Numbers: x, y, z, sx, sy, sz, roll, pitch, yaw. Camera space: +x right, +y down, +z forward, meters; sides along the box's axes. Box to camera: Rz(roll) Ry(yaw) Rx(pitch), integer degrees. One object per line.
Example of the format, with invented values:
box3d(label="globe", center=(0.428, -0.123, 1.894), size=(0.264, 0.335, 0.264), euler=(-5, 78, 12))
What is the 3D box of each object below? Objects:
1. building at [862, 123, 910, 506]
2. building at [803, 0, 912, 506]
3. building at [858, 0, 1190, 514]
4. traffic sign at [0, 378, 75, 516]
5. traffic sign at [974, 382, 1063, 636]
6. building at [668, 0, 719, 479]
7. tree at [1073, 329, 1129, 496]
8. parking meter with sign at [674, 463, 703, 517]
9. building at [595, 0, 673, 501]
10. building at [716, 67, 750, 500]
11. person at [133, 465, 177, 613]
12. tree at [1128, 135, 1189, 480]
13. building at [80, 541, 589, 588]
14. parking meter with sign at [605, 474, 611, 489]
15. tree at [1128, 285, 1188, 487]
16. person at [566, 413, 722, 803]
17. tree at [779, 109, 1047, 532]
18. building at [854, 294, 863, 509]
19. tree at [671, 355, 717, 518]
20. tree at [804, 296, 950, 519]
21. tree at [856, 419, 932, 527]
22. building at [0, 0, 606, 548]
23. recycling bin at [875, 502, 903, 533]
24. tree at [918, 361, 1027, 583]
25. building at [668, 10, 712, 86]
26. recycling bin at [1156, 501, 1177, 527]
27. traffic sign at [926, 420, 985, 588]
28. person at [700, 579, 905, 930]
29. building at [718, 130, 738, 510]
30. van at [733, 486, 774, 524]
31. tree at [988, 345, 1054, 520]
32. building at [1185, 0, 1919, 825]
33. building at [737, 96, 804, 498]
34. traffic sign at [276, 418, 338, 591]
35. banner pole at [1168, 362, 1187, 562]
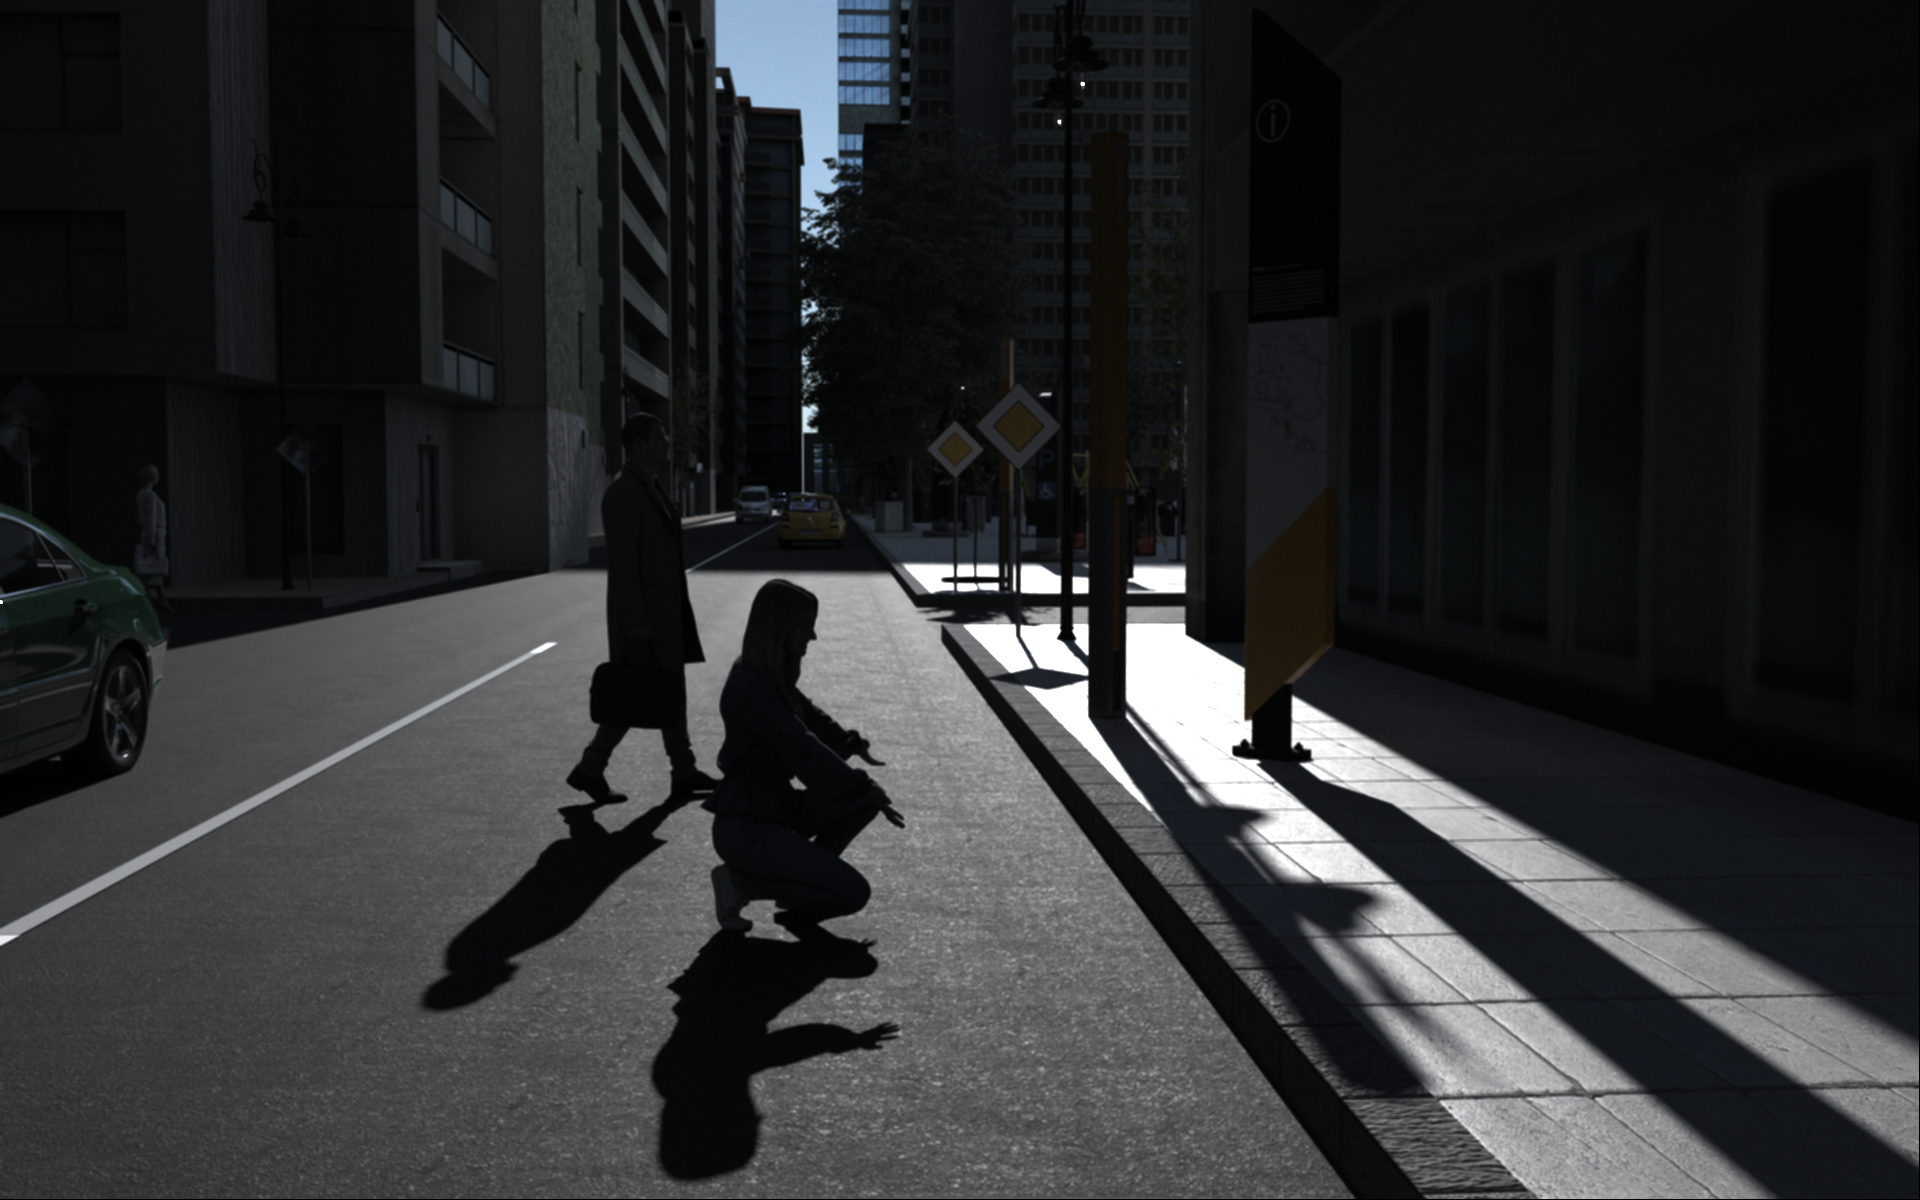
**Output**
box3d(label="building", center=(-0.783, -22.443, 138.636), size=(14.160, 30.474, 14.107), euler=(0, 4, -4))
box3d(label="building", center=(-1.822, -53.783, 192.015), size=(31.000, 86.520, 22.319), euler=(0, 4, -4))
box3d(label="building", center=(9.119, -26.185, 120.001), size=(32.217, 40.220, 23.993), euler=(0, 4, -4))
box3d(label="traffic sign", center=(-8.050, -0.693, 14.979), size=(0.795, 2.450, 0.064), euler=(0, 4, -4))
box3d(label="traffic sign", center=(0.523, -0.731, 15.589), size=(0.795, 2.450, 0.064), euler=(0, 4, -4))
box3d(label="building", center=(-23.961, -28.603, 117.776), size=(14.600, 45.320, 14.200), euler=(0, 4, -4))
box3d(label="tree", center=(6.923, -7.487, 72.771), size=(4.360, 8.622, 3.978), euler=(0, 3, 0))
box3d(label="parking meter with sign", center=(-15.310, -6.183, 97.360), size=(1.738, 3.016, 0.543), euler=(2, 4, 32))
box3d(label="building", center=(-24.405, -27.607, 75.073), size=(21.300, 48.544, 21.600), euler=(0, 4, -4))
box3d(label="building", center=(-31.261, -28.364, 155.632), size=(23.993, 40.220, 32.217), euler=(0, 4, -4))
box3d(label="person", center=(-9.698, -0.723, 20.672), size=(0.624, 1.780, 0.694), euler=(-2, 4, -29))
box3d(label="tree", center=(4.521, -4.764, 28.247), size=(4.737, 8.622, 4.395), euler=(0, 3, 0))
box3d(label="building", center=(-14.354, -21.069, 28.067), size=(14.154, 41.232, 14.086), euler=(0, 4, -4))
box3d(label="parking meter with sign", center=(-13.192, -4.137, 63.907), size=(0.543, 3.016, 1.738), euler=(1, 4, 19))
box3d(label="tree", center=(8.275, -6.608, 58.396), size=(4.360, 8.622, 3.978), euler=(0, 3, 0))
box3d(label="person", center=(-1.452, 0.029, 8.131), size=(0.767, 1.812, 0.694), euler=(0, 4, -1))
box3d(label="tree", center=(-1.961, -9.304, 58.782), size=(9.857, 13.997, 8.962), euler=(0, 3, 0))
box3d(label="building", center=(4.135, -19.312, 160.793), size=(27.650, 21.520, 28.899), euler=(0, 4, -4))
box3d(label="tree", center=(-14.751, -8.597, 90.926), size=(4.737, 8.622, 4.395), euler=(0, 3, 0))
box3d(label="tree", center=(-4.290, -10.034, 89.809), size=(9.928, 11.665, 9.643), euler=(0, 3, 0))
box3d(label="tree", center=(-2.335, -5.140, 67.757), size=(4.285, 4.588, 4.351), euler=(0, 3, 0))
box3d(label="building", center=(-18.442, -22.402, 49.870), size=(14.154, 41.232, 14.086), euler=(0, 4, -4))
box3d(label="recycling bin", center=(-2.376, -2.770, 57.840), size=(0.722, 1.027, 0.722), euler=(-2, 4, -30))
box3d(label="tree", center=(0.117, -1.886, 25.437), size=(1.663, 3.219, 1.824), euler=(0, 3, 0))
box3d(label="building", center=(-22.357, -20.335, 104.182), size=(14.160, 30.474, 14.107), euler=(0, 4, -4))
box3d(label="recycling bin", center=(7.868, -3.303, 66.558), size=(0.722, 1.027, 0.722), euler=(2, 4, 30))
box3d(label="traffic sign", center=(-0.065, -1.218, 23.553), size=(0.795, 2.450, 0.064), euler=(0, 4, -4))
box3d(label="person", center=(-0.478, 0.497, 5.880), size=(0.738, 1.151, 1.012), euler=(0, 4, 7))
box3d(label="building", center=(-24.578, -22.063, 132.434), size=(14.160, 30.474, 14.107), euler=(0, 4, -4))
box3d(label="van", center=(-10.148, -4.791, 85.338), size=(2.013, 2.044, 4.112), euler=(0, 4, -4))
box3d(label="tree", center=(2.838, -8.219, 84.737), size=(4.737, 8.622, 4.395), euler=(0, 3, 0))
box3d(label="building", center=(13.444, -23.298, 4.625), size=(21.300, 48.544, 21.600), euler=(0, 4, -4))
box3d(label="building", center=(-31.626, -32.771, 190.431), size=(28.867, 44.769, 22.147), euler=(0, 4, -4))
box3d(label="traffic sign", center=(-8.638, -1.180, 22.942), size=(0.795, 2.450, 0.064), euler=(0, 4, -4))
box3d(label="banner pole", center=(4.303, -2.636, 33.118), size=(0.401, 3.779, 0.863), euler=(2, 4, 34))
